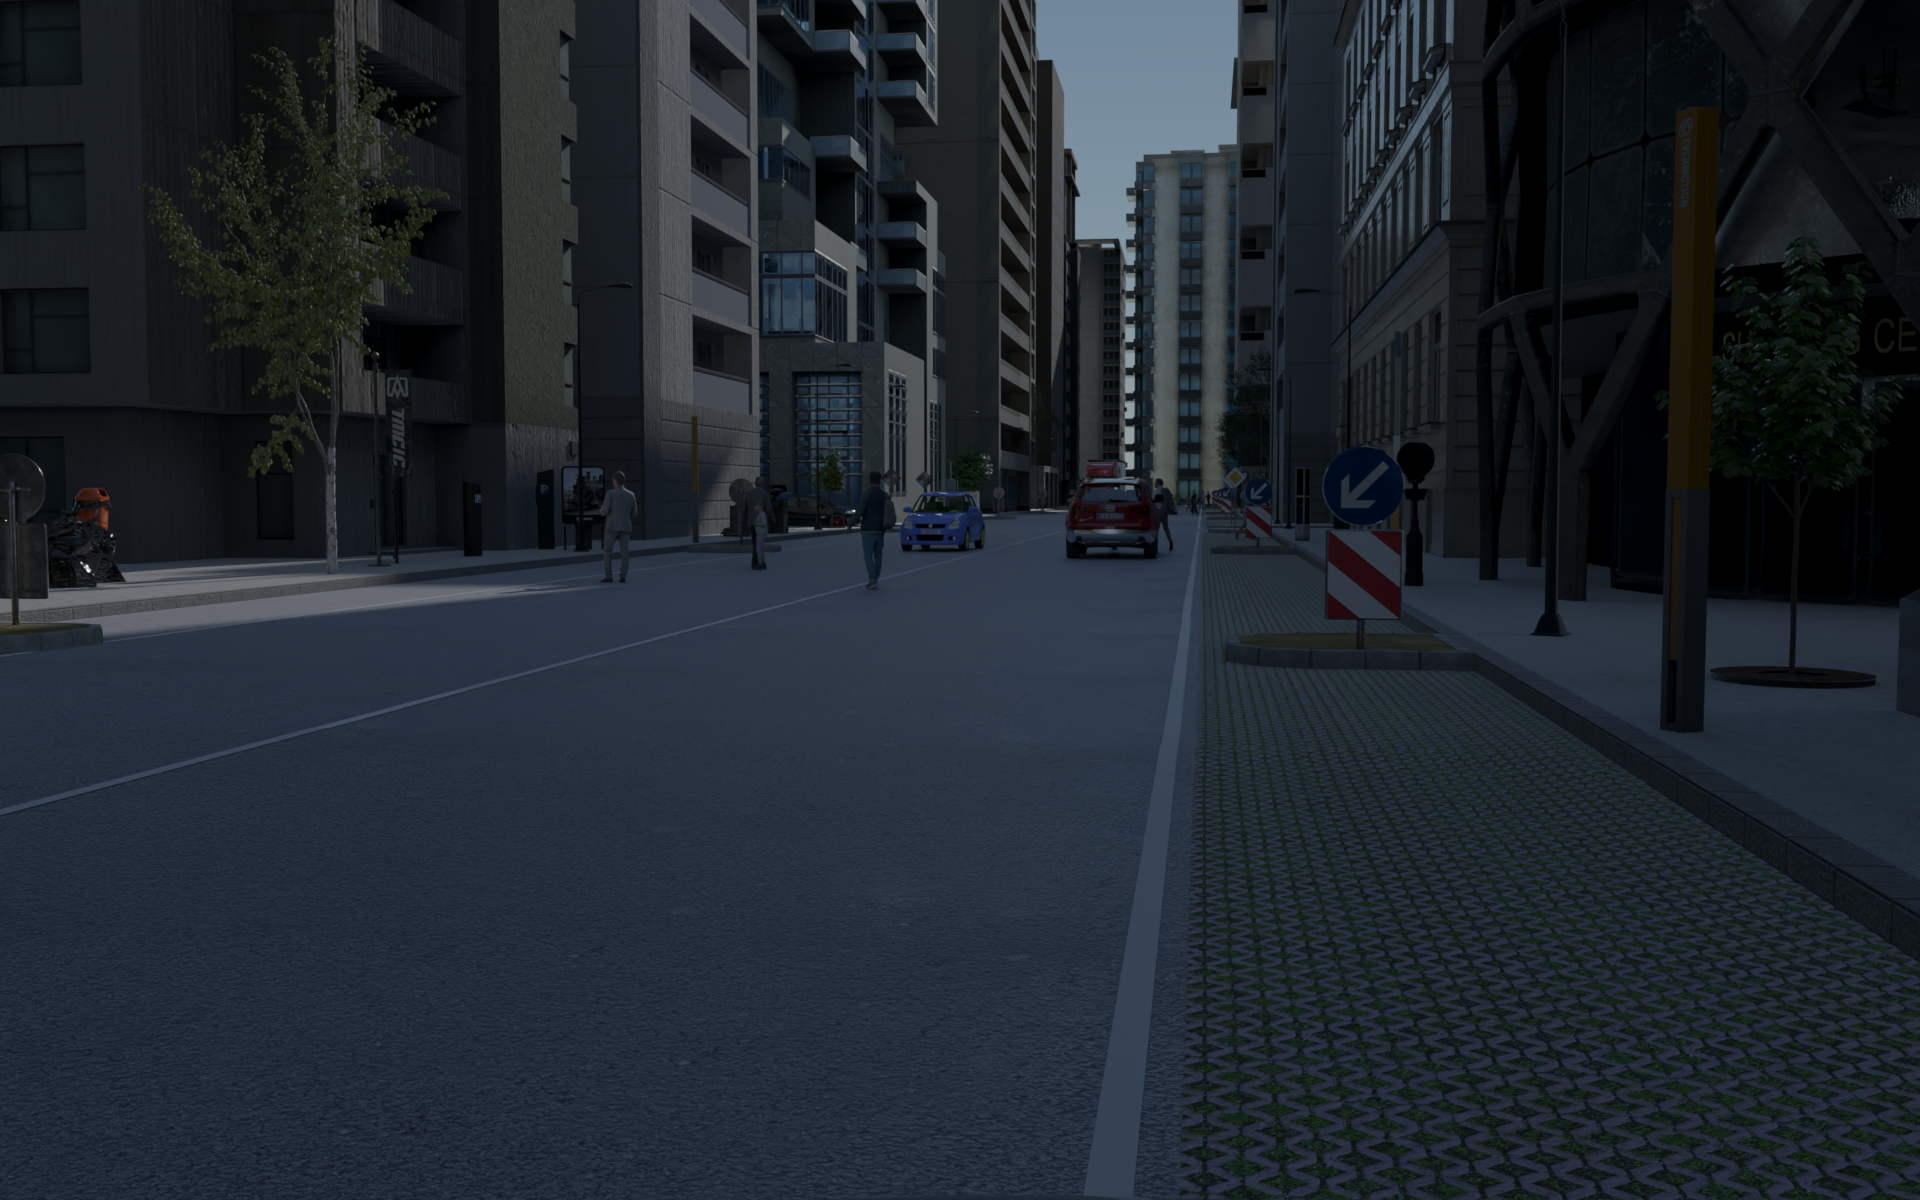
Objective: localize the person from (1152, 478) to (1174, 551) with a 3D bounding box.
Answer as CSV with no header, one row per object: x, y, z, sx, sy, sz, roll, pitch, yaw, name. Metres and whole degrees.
5.148,-2.165,43.996,0.679,1.850,0.850,-2,4,-29,person

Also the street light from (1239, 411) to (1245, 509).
16.350,-7.635,97.377,1.470,5.913,1.316,0,4,8,street light

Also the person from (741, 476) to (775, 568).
-3.934,-1.535,33.992,0.661,1.777,0.834,1,4,15,person

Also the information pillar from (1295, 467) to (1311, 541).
9.405,-2.631,47.516,0.304,2.012,0.304,-3,5,-43,information pillar

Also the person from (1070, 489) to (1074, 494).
9.933,-8.782,151.949,0.709,1.838,0.599,-3,4,-37,person

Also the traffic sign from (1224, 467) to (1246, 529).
10.145,-3.684,63.875,0.795,2.450,0.064,0,4,8,traffic sign

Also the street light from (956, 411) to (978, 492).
0.332,-7.637,97.402,1.470,5.913,1.316,0,4,8,street light

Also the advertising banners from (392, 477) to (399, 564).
-10.444,-2.193,32.037,0.090,3.025,2.074,-1,4,-19,advertising banners

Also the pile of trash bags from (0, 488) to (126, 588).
-13.032,-0.932,24.999,1.912,1.369,3.447,-1,4,-8,pile of trash bags

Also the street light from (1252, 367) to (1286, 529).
11.555,-5.569,63.592,1.470,5.913,1.316,0,4,8,street light

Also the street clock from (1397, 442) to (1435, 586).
6.339,-1.196,24.129,0.358,2.002,0.471,-3,5,-43,street clock

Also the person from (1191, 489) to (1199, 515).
15.927,-6.654,117.706,0.534,1.772,0.576,-3,5,-44,person

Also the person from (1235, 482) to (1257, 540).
8.982,-2.777,53.994,0.778,1.811,0.616,-2,4,-26,person

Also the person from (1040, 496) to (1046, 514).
5.838,-6.687,122.110,0.475,1.303,0.640,1,4,19,person

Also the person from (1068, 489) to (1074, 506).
8.807,-7.790,136.050,0.728,1.800,0.709,1,4,16,person

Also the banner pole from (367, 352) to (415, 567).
-10.088,-2.486,30.660,0.863,3.779,0.401,0,4,-1,banner pole

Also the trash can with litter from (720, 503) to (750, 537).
-6.746,-2.486,52.026,1.055,1.170,0.624,2,4,30,trash can with litter

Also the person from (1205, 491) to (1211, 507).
27.418,-11.209,192.289,0.750,1.759,0.617,-1,4,-16,person

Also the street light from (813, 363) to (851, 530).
-4.550,-5.454,61.712,1.470,5.913,1.316,0,4,8,street light

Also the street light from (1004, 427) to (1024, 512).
3.730,-9.070,120.832,1.470,5.913,1.316,0,4,8,street light

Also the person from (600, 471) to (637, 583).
-5.582,-1.186,28.097,0.606,1.804,0.583,-3,5,-44,person

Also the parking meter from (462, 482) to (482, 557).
-10.034,-1.666,35.649,0.372,1.533,0.369,0,3,0,parking meter

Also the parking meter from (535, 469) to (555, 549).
-9.624,-2.108,40.178,0.399,1.863,0.255,0,4,-2,parking meter

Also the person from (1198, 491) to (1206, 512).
19.794,-8.091,141.625,0.563,1.720,0.643,-1,4,-21,person

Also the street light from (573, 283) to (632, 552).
-7.886,-4.020,38.274,1.470,5.913,1.316,0,4,8,street light

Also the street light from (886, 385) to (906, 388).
-2.989,-6.183,73.634,1.470,5.913,1.316,0,4,8,street light

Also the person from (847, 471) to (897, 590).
-1.299,-1.061,26.190,0.623,1.781,0.721,-3,5,-44,person

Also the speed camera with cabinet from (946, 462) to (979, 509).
0.136,-6.811,105.692,2.038,3.252,0.660,1,4,18,speed camera with cabinet

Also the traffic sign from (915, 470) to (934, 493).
-1.511,-4.278,73.589,0.795,2.450,0.064,0,4,8,traffic sign

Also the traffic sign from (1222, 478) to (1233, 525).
11.255,-4.168,71.782,0.795,2.450,0.064,0,4,8,traffic sign

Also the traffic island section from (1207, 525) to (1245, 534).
10.170,-2.548,63.949,2.009,0.180,2.903,0,4,8,traffic island section

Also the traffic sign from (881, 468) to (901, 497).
-2.621,-3.794,65.681,0.795,2.450,0.064,0,4,8,traffic sign

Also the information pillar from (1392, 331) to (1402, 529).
6.234,-2.042,24.742,0.183,3.616,0.504,1,4,12,information pillar

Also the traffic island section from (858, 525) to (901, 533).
-2.646,-2.658,65.746,2.009,0.180,2.903,0,4,8,traffic island section

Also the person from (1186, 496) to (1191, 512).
18.452,-7.773,139.852,0.475,1.303,0.640,3,5,42,person

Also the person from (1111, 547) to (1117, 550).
3.973,-2.206,44.693,0.709,1.813,0.853,-1,4,-23,person

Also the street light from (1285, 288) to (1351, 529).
8.212,-4.069,39.076,1.470,5.913,1.316,0,4,8,street light

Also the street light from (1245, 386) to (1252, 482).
13.037,-6.201,73.935,1.470,5.913,1.316,0,4,8,street light

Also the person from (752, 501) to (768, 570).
-3.782,-1.218,32.694,0.394,1.301,0.425,-3,4,-36,person

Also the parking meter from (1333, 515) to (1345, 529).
10.565,-2.600,48.229,0.255,1.863,0.399,2,4,24,parking meter

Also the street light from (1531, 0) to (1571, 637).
4.833,-2.636,15.644,1.470,5.913,1.316,0,4,8,street light

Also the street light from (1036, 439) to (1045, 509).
7.020,-10.523,144.594,1.470,5.913,1.316,0,4,8,street light
